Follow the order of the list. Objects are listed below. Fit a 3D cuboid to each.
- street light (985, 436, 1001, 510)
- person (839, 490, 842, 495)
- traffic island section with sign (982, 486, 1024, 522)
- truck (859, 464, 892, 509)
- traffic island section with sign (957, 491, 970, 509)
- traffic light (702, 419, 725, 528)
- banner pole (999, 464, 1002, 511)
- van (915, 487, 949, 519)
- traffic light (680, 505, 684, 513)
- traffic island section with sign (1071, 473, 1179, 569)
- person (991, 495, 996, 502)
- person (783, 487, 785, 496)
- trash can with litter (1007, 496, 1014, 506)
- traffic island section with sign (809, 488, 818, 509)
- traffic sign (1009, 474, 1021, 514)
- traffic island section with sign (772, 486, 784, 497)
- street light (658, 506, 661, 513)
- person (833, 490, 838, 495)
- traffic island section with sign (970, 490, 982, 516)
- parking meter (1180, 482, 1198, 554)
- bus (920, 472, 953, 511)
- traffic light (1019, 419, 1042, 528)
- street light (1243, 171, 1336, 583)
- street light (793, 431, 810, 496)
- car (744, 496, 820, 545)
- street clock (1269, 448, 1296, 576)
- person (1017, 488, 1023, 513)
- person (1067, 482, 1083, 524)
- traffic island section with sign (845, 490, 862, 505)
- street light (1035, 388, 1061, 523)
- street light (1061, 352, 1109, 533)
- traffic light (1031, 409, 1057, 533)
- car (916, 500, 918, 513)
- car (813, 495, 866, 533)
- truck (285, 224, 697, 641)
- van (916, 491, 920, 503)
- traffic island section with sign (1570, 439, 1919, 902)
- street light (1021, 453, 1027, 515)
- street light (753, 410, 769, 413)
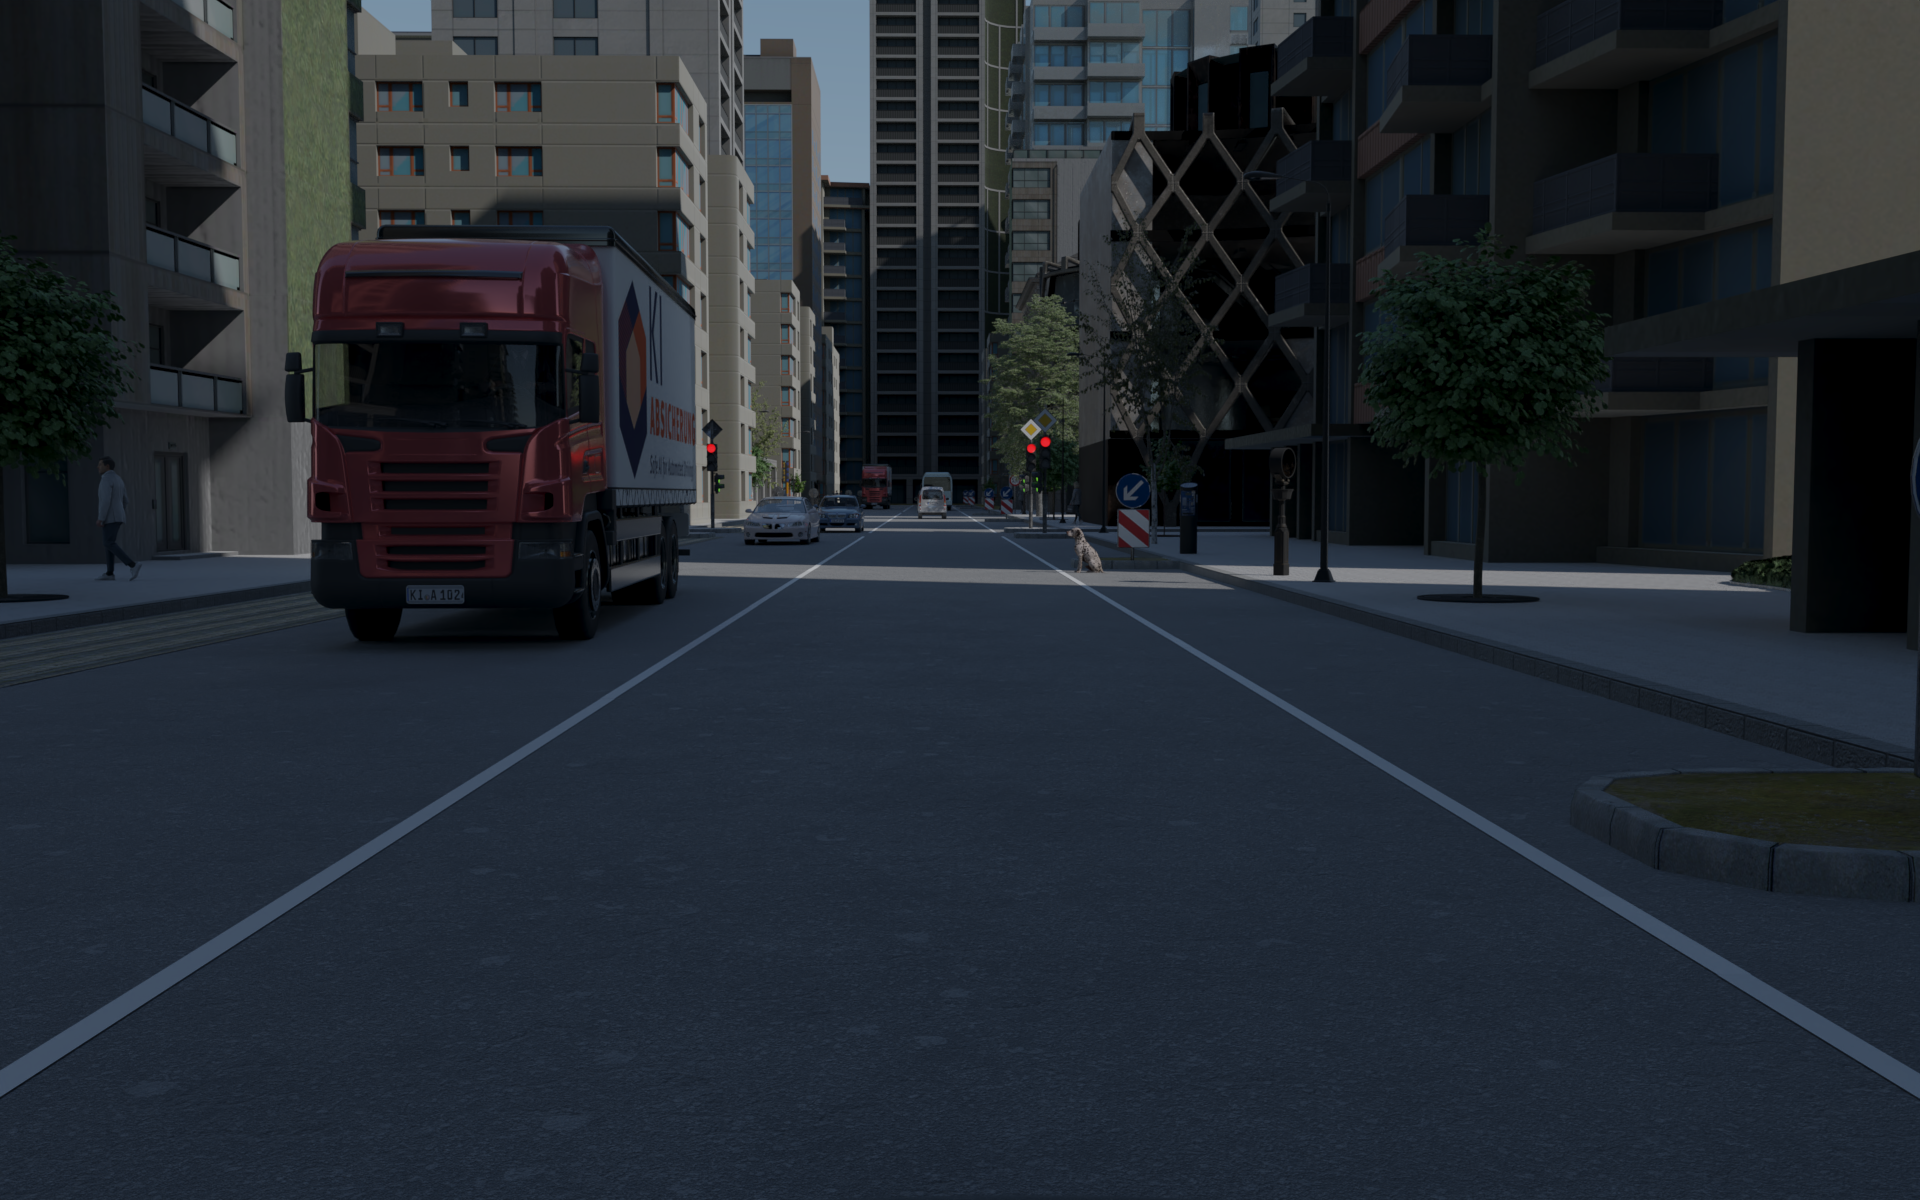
[{"bbox_3d":[2.746,-10.205,139.392,1.470,5.913,1.316,0,4,-1],"label":"street light"},{"bbox_3d":[-13.743,-11.778,199.525,0.541,1.710,0.530,-3,4,-37],"label":"person"},{"bbox_3d":[2.273,-4.952,89.592,1.989,1.847,2.006,0,4,-1],"label":"traffic island section with sign"},{"bbox_3d":[-7.920,-10.745,164.587,2.839,4.237,11.283,0,4,0],"label":"truck"},{"bbox_3d":[0.981,-9.669,166.708,1.989,1.847,2.006,0,4,-1],"label":"traffic island section with sign"},{"bbox_3d":[-9.225,-4.631,64.640,0.839,4.253,0.868,0,4,-1],"label":"traffic light"},{"bbox_3d":[3.180,-8.725,132.666,0.401,3.779,0.863,0,4,2],"label":"banner pole"},{"bbox_3d":[-1.619,-5.704,100.271,2.013,2.044,4.112,0,4,-2],"label":"van"},{"bbox_3d":[-9.092,-4.143,56.656,0.839,4.253,0.868,0,4,-1],"label":"traffic light"},{"bbox_3d":[3.202,-1.551,33.980,1.989,1.847,2.006,0,4,-1],"label":"traffic island section with sign"},{"bbox_3d":[3.118,-9.602,166.263,0.697,1.427,0.421,-3,4,-37],"label":"person"},{"bbox_3d":[-12.945,-7.449,128.014,0.419,1.800,0.721,0,4,-3],"label":"person"},{"bbox_3d":[3.468,-6.771,122.089,0.624,1.170,1.055,0,4,-3],"label":"trash can with litter"},{"bbox_3d":[-9.804,-6.606,116.635,1.989,1.847,2.006,0,4,-1],"label":"traffic island section with sign"},{"bbox_3d":[3.576,-6.863,112.311,0.768,2.556,0.104,0,4,3],"label":"traffic sign"},{"bbox_3d":[-9.352,-4.939,89.379,1.989,1.847,2.006,0,4,-1],"label":"traffic island section with sign"},{"bbox_3d":[-10.664,-5.625,64.507,1.470,5.913,1.316,0,4,-1],"label":"street light"},{"bbox_3d":[-13.426,-10.976,186.310,0.742,1.727,0.445,0,4,6],"label":"person"},{"bbox_3d":[1.830,-6.605,116.616,1.989,1.847,2.006,0,4,-1],"label":"traffic island section with sign"},{"bbox_3d":[4.909,-1.760,37.181,0.372,1.533,0.369,0,3,0],"label":"parking meter"},{"bbox_3d":[-2.052,-9.703,153.511,2.948,3.499,13.247,0,4,-1],"label":"bus"},{"bbox_3d":[2.635,-4.644,64.853,0.839,4.253,0.868,0,4,-1],"label":"traffic light"},{"bbox_3d":[4.770,-3.214,25.096,1.470,5.913,1.316,0,4,-1],"label":"street light"},{"bbox_3d":[-11.755,-9.498,127.836,1.470,5.913,1.316,0,4,-1],"label":"street light"},{"bbox_3d":[-5.149,-2.332,50.494,2.083,1.381,4.827,0,4,1],"label":"car"},{"bbox_3d":[5.065,-1.387,27.251,0.358,2.002,0.471,3,4,39],"label":"street clock"},{"bbox_3d":[4.108,-6.752,116.628,0.537,1.800,0.526,-1,4,-13],"label":"person"},{"bbox_3d":[4.894,-4.088,73.071,0.728,1.800,0.709,3,5,43],"label":"person"},{"bbox_3d":[-10.638,-9.657,166.524,1.989,1.847,2.006,0,4,-1],"label":"traffic island section with sign"},{"bbox_3d":[3.973,-6.325,75.956,1.470,5.913,1.316,0,4,-1],"label":"street light"},{"bbox_3d":[4.194,-5.158,56.879,1.470,5.913,1.316,0,4,-1],"label":"street light"},{"bbox_3d":[2.768,-4.156,56.869,0.839,4.253,0.868,0,4,-1],"label":"traffic light"},{"bbox_3d":[-2.325,-7.407,130.898,2.009,1.686,4.222,0,4,1],"label":"car"},{"bbox_3d":[-4.558,-3.289,65.786,2.014,1.417,4.499,0,4,-1],"label":"car"},{"bbox_3d":[-4.926,-1.925,20.384,2.839,4.237,11.283,0,4,-3],"label":"truck"},{"bbox_3d":[-3.933,-11.462,194.409,2.013,2.044,4.112,0,4,-1],"label":"van"},{"bbox_3d":[3.642,0.098,7.028,1.989,1.847,2.006,0,4,-1],"label":"traffic island section with sign"},{"bbox_3d":[3.453,-8.259,107.574,1.470,5.913,1.316,0,4,-1],"label":"street light"},{"bbox_3d":[-11.263,-7.559,96.123,1.470,5.913,1.316,0,4,-1],"label":"street light"}]
